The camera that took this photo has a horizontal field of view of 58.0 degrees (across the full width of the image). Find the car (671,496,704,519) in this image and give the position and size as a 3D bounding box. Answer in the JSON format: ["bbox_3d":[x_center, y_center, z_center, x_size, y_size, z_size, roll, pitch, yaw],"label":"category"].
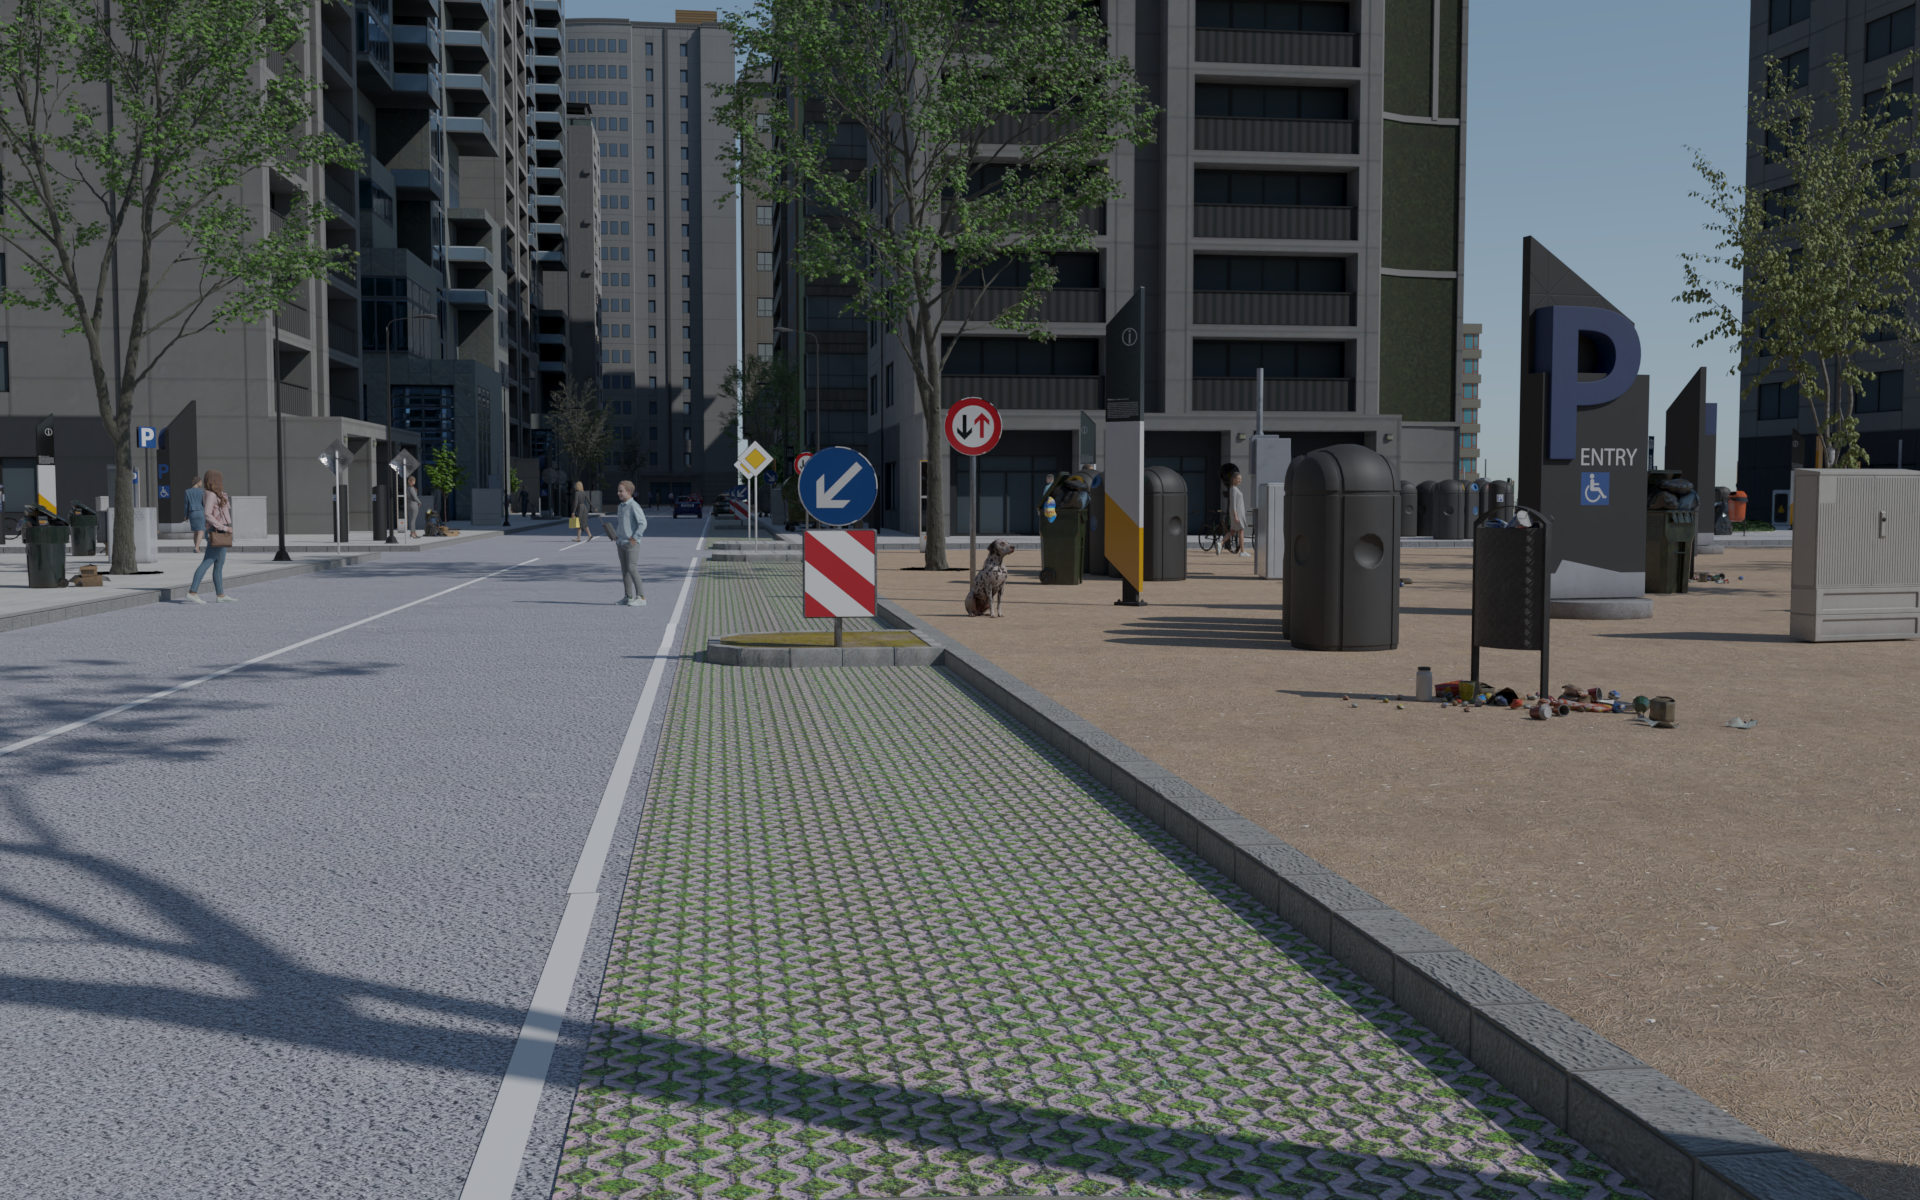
[{"bbox_3d":[-16.160,-5.509,102.651,1.945,1.354,3.894,-1,4,-9],"label":"car"}]

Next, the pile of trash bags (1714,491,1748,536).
[{"bbox_3d":[23.298,-2.697,53.851,1.912,1.369,3.447,-1,4,-11],"label":"pile of trash bags"}]

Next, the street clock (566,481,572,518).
[{"bbox_3d":[-21.271,-5.489,94.310,0.358,2.002,0.471,-1,4,-18],"label":"street clock"}]

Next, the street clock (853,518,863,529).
[{"bbox_3d":[-2.043,-1.846,34.754,0.471,2.002,0.358,-1,4,-14],"label":"street clock"}]

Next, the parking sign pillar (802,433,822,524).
[{"bbox_3d":[-6.617,-5.337,75.726,1.447,3.967,1.447,0,4,0],"label":"parking sign pillar"}]

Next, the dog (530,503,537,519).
[{"bbox_3d":[-21.681,-4.529,88.428,0.513,0.831,0.800,2,4,26],"label":"dog"}]

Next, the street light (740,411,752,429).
[{"bbox_3d":[-11.357,-7.585,96.564,1.470,5.913,1.316,0,4,-8],"label":"street light"}]

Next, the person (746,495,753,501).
[{"bbox_3d":[-24.514,-11.690,200.348,1.217,1.736,0.721,-2,4,-24],"label":"person"}]

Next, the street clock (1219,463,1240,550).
[{"bbox_3d":[6.221,-2.170,40.052,0.471,2.002,0.358,1,4,14],"label":"street clock"}]

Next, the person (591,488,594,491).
[{"bbox_3d":[-31.023,-8.578,146.427,0.705,1.807,1.348,1,4,8],"label":"person"}]

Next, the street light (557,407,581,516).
[{"bbox_3d":[-20.865,-7.328,92.356,1.470,5.913,1.316,0,4,-8],"label":"street light"}]

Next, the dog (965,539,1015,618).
[{"bbox_3d":[0.303,-0.236,18.230,0.513,0.831,0.800,0,4,-1],"label":"dog"}]

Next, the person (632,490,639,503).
[{"bbox_3d":[-36.342,-11.440,194.030,0.756,1.711,0.436,0,4,1],"label":"person"}]

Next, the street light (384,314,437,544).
[{"bbox_3d":[-14.209,-4.421,44.822,1.470,5.913,1.316,0,4,-8],"label":"street light"}]

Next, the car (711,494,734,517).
[{"bbox_3d":[-14.804,-6.138,110.150,2.009,1.686,4.222,-1,4,-8],"label":"car"}]

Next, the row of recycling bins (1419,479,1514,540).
[{"bbox_3d":[14.668,-2.597,49.572,3.534,1.692,1.069,-3,5,-43],"label":"row of recycling bins"}]

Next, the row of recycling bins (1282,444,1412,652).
[{"bbox_3d":[3.447,-0.526,15.720,1.069,1.692,3.534,1,4,12],"label":"row of recycling bins"}]

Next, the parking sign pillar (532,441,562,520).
[{"bbox_3d":[-20.734,-6.013,86.787,1.447,3.967,1.447,0,4,-3],"label":"parking sign pillar"}]

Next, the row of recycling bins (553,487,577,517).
[{"bbox_3d":[-22.124,-5.495,96.959,1.069,1.692,3.534,0,4,-3],"label":"row of recycling bins"}]

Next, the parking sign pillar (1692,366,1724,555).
[{"bbox_3d":[15.733,-2.988,37.334,1.447,3.967,1.447,-1,4,-9],"label":"parking sign pillar"}]

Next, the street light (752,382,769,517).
[{"bbox_3d":[-7.758,-6.087,72.064,1.470,5.913,1.316,0,4,-8],"label":"street light"}]

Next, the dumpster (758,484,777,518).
[{"bbox_3d":[-10.414,-5.439,94.694,1.264,1.857,1.865,0,4,-8],"label":"dumpster"}]

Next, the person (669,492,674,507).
[{"bbox_3d":[-31.908,-11.150,191.738,0.436,1.711,0.756,-3,5,-40],"label":"person"}]

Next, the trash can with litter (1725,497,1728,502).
[{"bbox_3d":[10.852,-0.904,25.834,1.678,1.210,2.233,1,4,9],"label":"trash can with litter"}]

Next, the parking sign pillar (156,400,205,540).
[{"bbox_3d":[-22.230,-3.715,49.207,1.447,3.967,1.447,1,4,10],"label":"parking sign pillar"}]

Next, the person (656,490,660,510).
[{"bbox_3d":[-27.219,-9.040,156.310,0.705,1.824,1.348,-1,4,-14],"label":"person"}]

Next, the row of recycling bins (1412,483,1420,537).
[{"bbox_3d":[12.896,-2.749,52.061,3.534,1.692,1.069,-1,4,-12],"label":"row of recycling bins"}]

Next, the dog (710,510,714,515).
[{"bbox_3d":[-16.656,-5.942,117.351,0.550,0.427,0.748,0,4,0],"label":"dog"}]

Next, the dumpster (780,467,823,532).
[{"bbox_3d":[-5.368,-3.472,59.260,1.502,2.255,1.985,0,4,-8],"label":"dumpster"}]

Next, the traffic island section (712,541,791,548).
[{"bbox_3d":[-5.519,-1.434,45.729,2.009,0.180,2.903,0,4,-8],"label":"traffic island section"}]

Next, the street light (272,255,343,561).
[{"bbox_3d":[-12.463,-3.704,33.103,1.470,5.913,1.316,0,4,-8],"label":"street light"}]

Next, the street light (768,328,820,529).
[{"bbox_3d":[-4.531,-4.648,48.533,1.470,5.913,1.316,0,4,-8],"label":"street light"}]

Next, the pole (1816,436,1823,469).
[{"bbox_3d":[30.135,-4.095,60.799,0.158,3.312,0.155,0,3,0],"label":"pole"}]

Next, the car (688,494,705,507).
[{"bbox_3d":[-28.572,-10.860,186.607,2.155,1.783,4.494,-1,4,-8],"label":"car"}]

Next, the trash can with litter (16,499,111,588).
[{"bbox_3d":[-12.351,-0.763,23.861,0.624,1.170,1.055,3,5,44],"label":"trash can with litter"}]

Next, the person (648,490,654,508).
[{"bbox_3d":[-31.439,-10.279,176.435,0.599,1.838,0.709,0,4,-5],"label":"person"}]

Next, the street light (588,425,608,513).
[{"bbox_3d":[-24.204,-8.766,115.871,1.470,5.913,1.316,0,4,-8],"label":"street light"}]

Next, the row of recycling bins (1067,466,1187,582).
[{"bbox_3d":[2.550,-1.218,27.026,1.069,1.692,3.534,-1,4,-18],"label":"row of recycling bins"}]

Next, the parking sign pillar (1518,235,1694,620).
[{"bbox_3d":[6.571,-1.821,18.239,1.447,3.967,1.447,-1,4,-16],"label":"parking sign pillar"}]

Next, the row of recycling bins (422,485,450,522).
[{"bbox_3d":[-25.055,-4.492,80.556,3.534,1.692,1.069,2,4,34],"label":"row of recycling bins"}]

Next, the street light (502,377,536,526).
[{"bbox_3d":[-17.519,-5.890,68.841,1.470,5.913,1.316,0,4,-8],"label":"street light"}]

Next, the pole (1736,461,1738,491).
[{"bbox_3d":[48.185,-6.936,107.248,0.158,3.312,0.155,0,3,0],"label":"pole"}]

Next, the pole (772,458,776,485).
[{"bbox_3d":[-10.555,-6.393,98.373,0.158,3.312,0.155,0,3,0],"label":"pole"}]

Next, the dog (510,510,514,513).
[{"bbox_3d":[-30.614,-6.110,117.628,0.748,0.427,0.550,1,4,14],"label":"dog"}]

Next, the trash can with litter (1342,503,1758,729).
[{"bbox_3d":[3.507,0.053,10.198,1.678,1.210,2.233,-3,4,-36],"label":"trash can with litter"}]

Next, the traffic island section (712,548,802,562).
[{"bbox_3d":[-4.408,-0.950,37.821,2.009,0.180,2.903,0,4,-8],"label":"traffic island section"}]

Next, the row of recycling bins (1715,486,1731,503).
[{"bbox_3d":[40.356,-5.240,92.794,1.069,1.692,3.534,0,4,4],"label":"row of recycling bins"}]
